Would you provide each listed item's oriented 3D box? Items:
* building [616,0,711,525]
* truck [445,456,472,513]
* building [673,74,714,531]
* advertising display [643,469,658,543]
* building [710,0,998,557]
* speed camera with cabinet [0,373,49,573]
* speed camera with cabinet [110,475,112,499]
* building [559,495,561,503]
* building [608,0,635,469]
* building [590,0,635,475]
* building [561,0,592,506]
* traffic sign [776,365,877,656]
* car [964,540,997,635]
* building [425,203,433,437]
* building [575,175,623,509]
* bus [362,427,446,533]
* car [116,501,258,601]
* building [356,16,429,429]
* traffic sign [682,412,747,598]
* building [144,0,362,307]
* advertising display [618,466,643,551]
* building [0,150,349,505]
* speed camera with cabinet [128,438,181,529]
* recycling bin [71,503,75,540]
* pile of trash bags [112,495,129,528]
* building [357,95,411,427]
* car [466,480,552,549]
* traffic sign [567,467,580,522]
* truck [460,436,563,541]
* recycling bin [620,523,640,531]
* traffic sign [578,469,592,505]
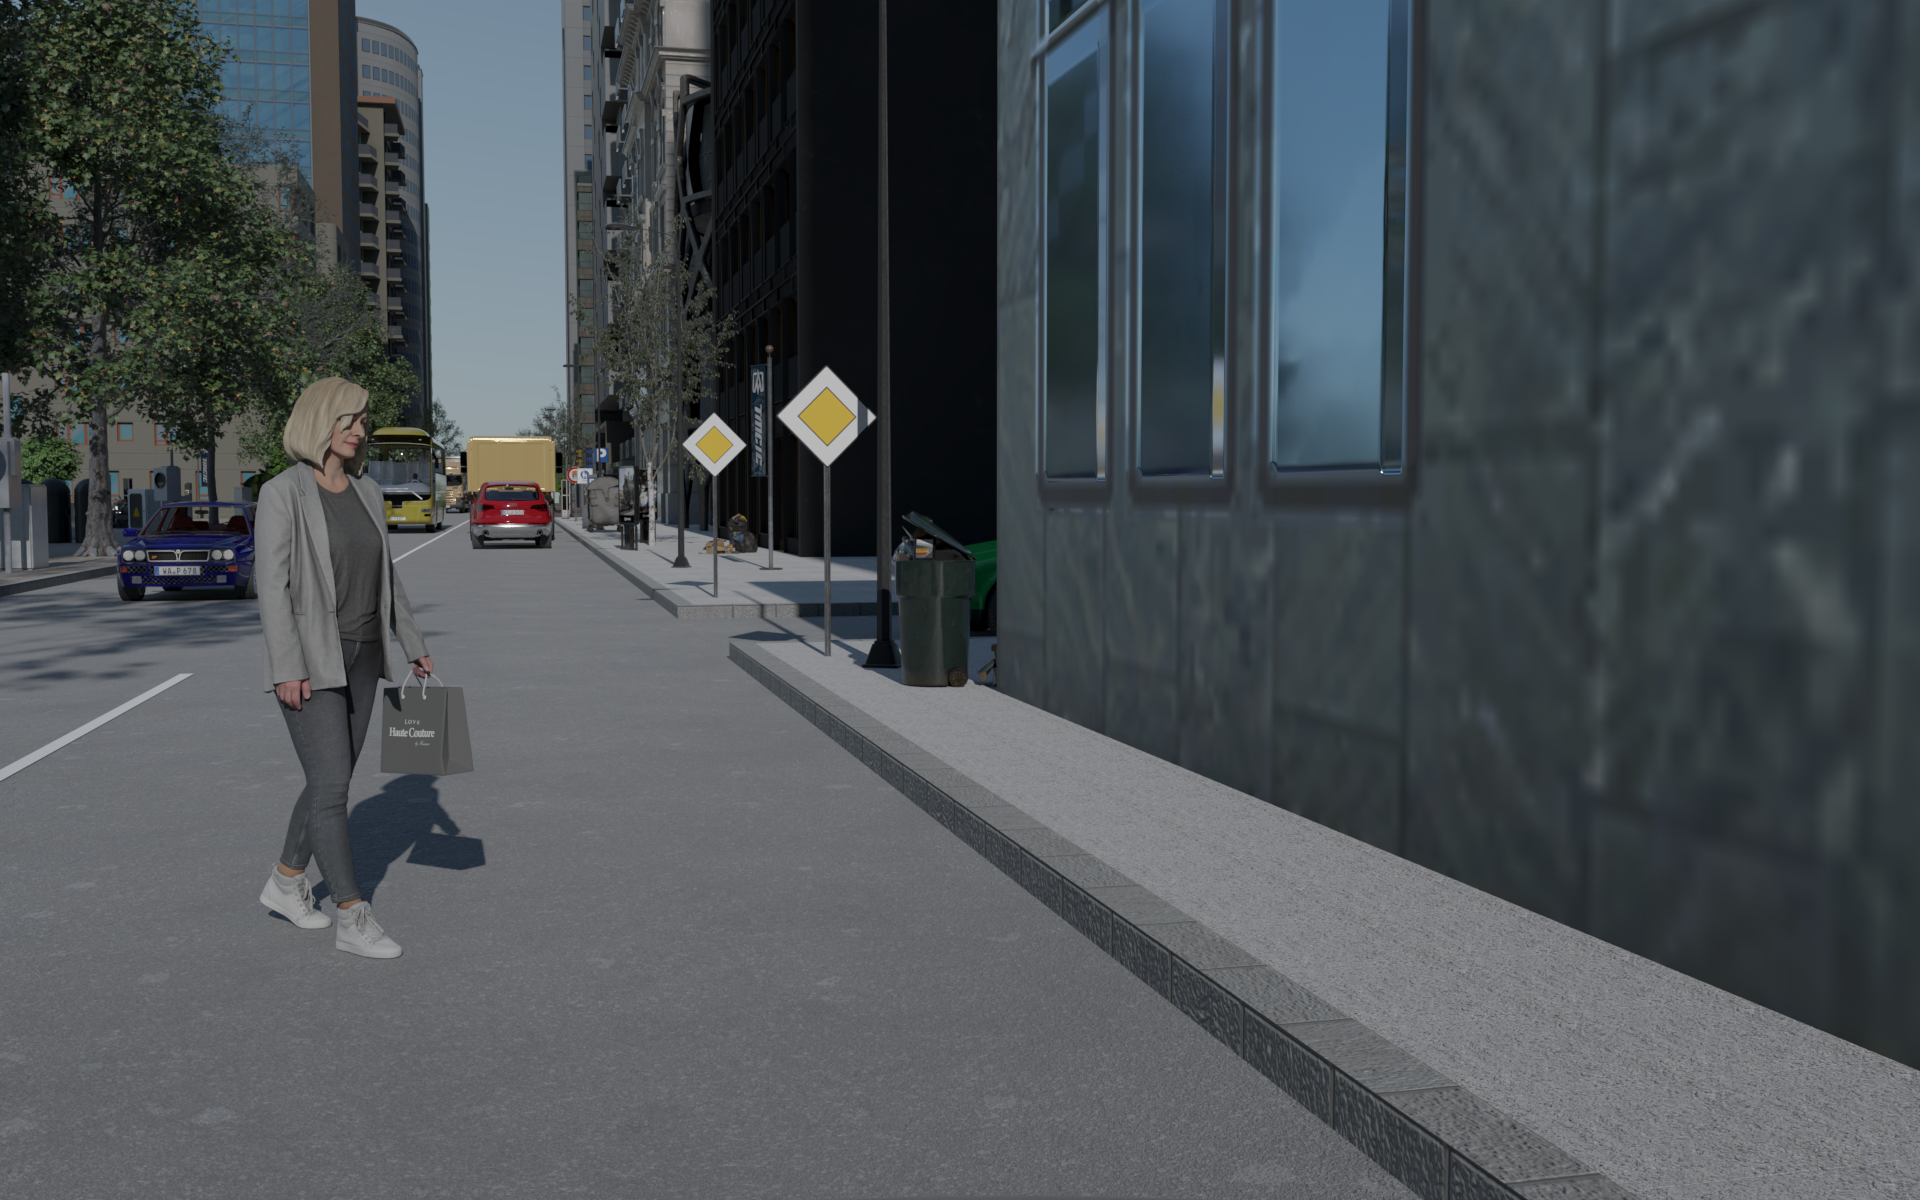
[{"bbox_3d":[-9.004,-18.157,84.256,14.401,28.519,23.554,-1,4,-14],"label":"building"},{"bbox_3d":[-38.503,-8.686,130.925,2.839,4.237,11.283,-1,4,-12],"label":"truck"},{"bbox_3d":[-2.358,-12.110,65.456,16.820,18.784,16.811,-1,4,-14],"label":"building"},{"bbox_3d":[-8.255,-2.459,45.424,0.123,1.923,0.974,2,4,24],"label":"advertising display"},{"bbox_3d":[0.774,-13.080,43.536,12.332,23.373,15.834,-1,4,-14],"label":"building"},{"bbox_3d":[-15.926,-2.122,29.030,0.660,3.252,2.038,-1,4,-12],"label":"speed camera with cabinet"},{"bbox_3d":[-38.062,-5.002,76.115,0.660,3.252,2.038,0,4,0],"label":"speed camera with cabinet"},{"bbox_3d":[-39.575,-33.626,241.660,32.217,40.220,23.993,-1,4,-14],"label":"building"},{"bbox_3d":[-10.571,-30.142,112.425,23.786,49.044,30.456,-1,4,-14],"label":"building"},{"bbox_3d":[-15.655,-33.739,140.865,28.713,52.752,27.495,-1,4,-14],"label":"building"},{"bbox_3d":[-33.648,-39.908,194.492,21.231,58.520,28.212,-1,4,-14],"label":"building"},{"bbox_3d":[-1.048,-0.611,13.635,0.795,2.450,0.064,-1,4,-14],"label":"traffic sign"},{"bbox_3d":[1.690,-0.551,17.807,4.718,1.807,1.959,-1,4,-16],"label":"car"},{"bbox_3d":[-79.303,-33.728,235.039,14.154,41.232,14.086,-1,4,-14],"label":"building"},{"bbox_3d":[-28.361,-23.786,160.595,14.160,30.474,14.107,-1,4,-14],"label":"building"},{"bbox_3d":[-21.483,-4.629,67.226,2.896,3.916,12.252,-1,4,-14],"label":"bus"},{"bbox_3d":[-10.689,-0.733,24.571,1.945,1.354,3.894,-1,4,-13],"label":"car"},{"bbox_3d":[-77.325,-41.045,213.084,21.231,58.520,28.212,-1,4,-14],"label":"building"},{"bbox_3d":[-3.026,-1.084,21.372,0.795,2.450,0.064,-1,4,-14],"label":"traffic sign"},{"bbox_3d":[-50.939,-28.996,124.201,14.600,45.320,14.200,-1,4,-14],"label":"building"},{"bbox_3d":[-7.552,-2.097,39.505,0.123,1.923,0.974,-2,4,-33],"label":"advertising display"},{"bbox_3d":[-51.841,-15.723,102.113,27.650,21.520,28.899,-1,4,-14],"label":"building"},{"bbox_3d":[-26.633,-3.846,57.218,2.038,3.252,0.660,2,4,30],"label":"speed camera with cabinet"},{"bbox_3d":[-25.820,-2.357,51.083,0.722,1.027,0.722,3,5,41],"label":"recycling bin"},{"bbox_3d":[-33.595,-3.654,69.499,3.447,1.369,1.912,0,4,-8],"label":"pile of trash bags"},{"bbox_3d":[-70.936,-32.455,185.255,22.147,44.769,28.867,-1,4,-14],"label":"building"},{"bbox_3d":[-12.135,-2.327,46.714,2.281,1.827,5.304,-1,4,-16],"label":"car"},{"bbox_3d":[-17.889,-4.924,80.612,0.768,2.556,0.104,0,4,-8],"label":"traffic sign"},{"bbox_3d":[-14.628,-3.709,56.560,3.469,3.379,9.791,-1,4,-14],"label":"truck"},{"bbox_3d":[-11.293,-2.897,59.919,0.722,1.027,0.722,3,4,38],"label":"recycling bin"},{"bbox_3d":[-15.030,-4.118,69.454,0.606,2.300,0.079,-1,4,-8],"label":"traffic sign"}]
